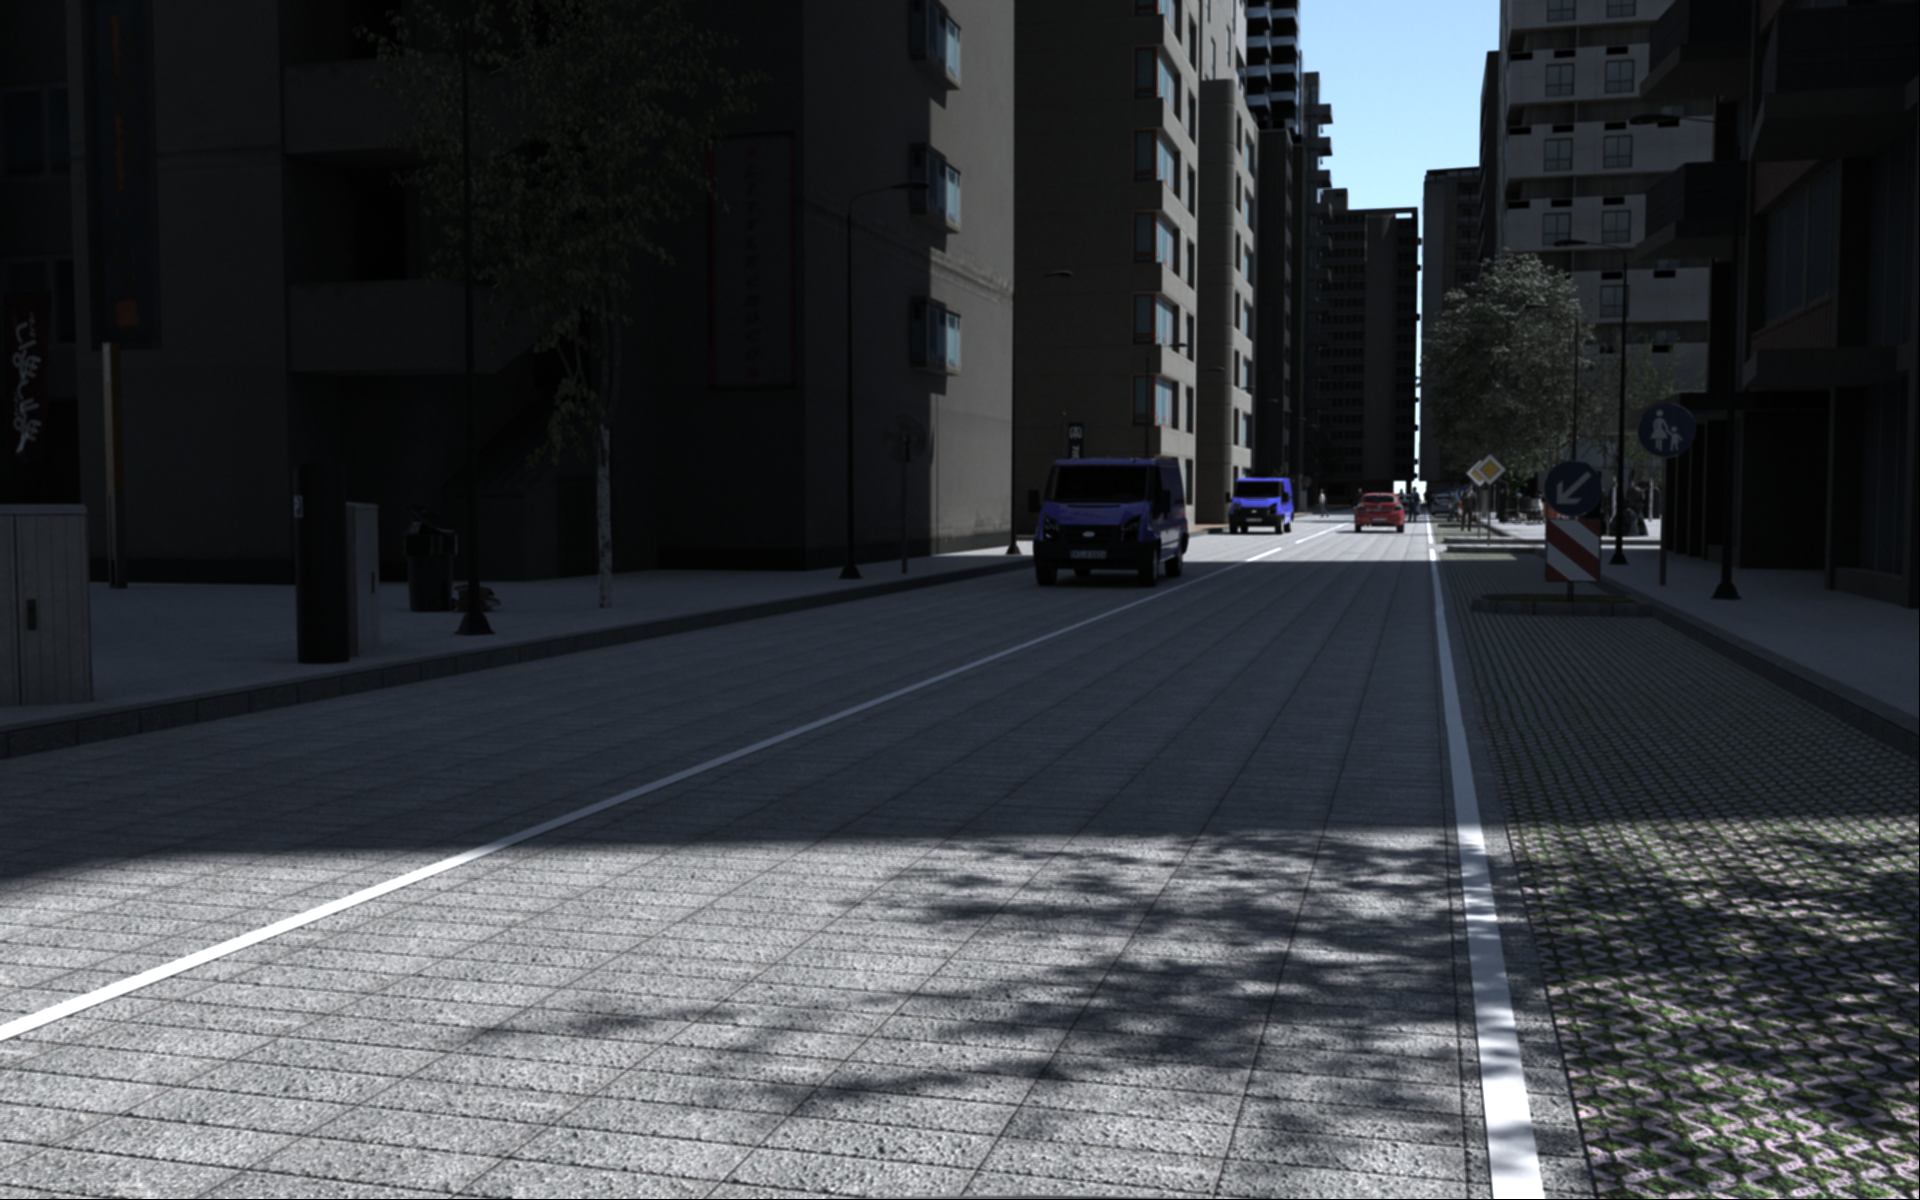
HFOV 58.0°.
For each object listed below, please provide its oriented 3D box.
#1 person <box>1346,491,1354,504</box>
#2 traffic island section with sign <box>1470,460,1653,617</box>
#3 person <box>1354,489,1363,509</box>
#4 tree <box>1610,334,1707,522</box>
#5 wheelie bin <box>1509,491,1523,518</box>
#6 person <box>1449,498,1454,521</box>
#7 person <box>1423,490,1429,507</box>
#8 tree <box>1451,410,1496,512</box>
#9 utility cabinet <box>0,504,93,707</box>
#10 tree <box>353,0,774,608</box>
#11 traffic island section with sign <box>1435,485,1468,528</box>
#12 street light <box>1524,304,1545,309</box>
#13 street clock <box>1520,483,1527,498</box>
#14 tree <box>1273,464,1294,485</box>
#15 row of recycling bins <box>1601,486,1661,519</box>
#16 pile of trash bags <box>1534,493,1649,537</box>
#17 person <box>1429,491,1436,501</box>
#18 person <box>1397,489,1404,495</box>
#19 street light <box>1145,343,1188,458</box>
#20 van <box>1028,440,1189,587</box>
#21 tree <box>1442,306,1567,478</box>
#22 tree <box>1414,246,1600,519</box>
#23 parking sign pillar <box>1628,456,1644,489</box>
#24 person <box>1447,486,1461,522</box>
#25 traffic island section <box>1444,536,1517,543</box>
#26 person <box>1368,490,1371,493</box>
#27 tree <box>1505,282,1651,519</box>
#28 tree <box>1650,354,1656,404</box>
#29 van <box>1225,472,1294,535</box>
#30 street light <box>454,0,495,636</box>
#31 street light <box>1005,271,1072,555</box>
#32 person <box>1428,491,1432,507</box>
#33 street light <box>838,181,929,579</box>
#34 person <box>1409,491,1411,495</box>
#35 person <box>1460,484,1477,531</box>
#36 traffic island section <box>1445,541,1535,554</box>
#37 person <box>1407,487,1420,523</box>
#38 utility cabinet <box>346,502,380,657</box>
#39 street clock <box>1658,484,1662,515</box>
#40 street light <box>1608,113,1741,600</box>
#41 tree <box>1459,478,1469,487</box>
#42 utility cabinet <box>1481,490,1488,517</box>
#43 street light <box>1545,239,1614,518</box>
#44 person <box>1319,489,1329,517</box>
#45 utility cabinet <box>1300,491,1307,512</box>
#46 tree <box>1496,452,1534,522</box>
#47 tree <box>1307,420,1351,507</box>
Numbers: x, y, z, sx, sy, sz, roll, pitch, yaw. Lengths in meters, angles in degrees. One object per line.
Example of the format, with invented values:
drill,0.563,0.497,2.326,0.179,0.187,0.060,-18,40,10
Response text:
person,46.113,-11.979,204.447,1.348,1.812,0.705,-2,4,-33
traffic island section with sign,7.297,-0.765,21.137,1.989,1.847,2.006,1,4,15
person,26.925,-6.514,115.216,0.699,1.804,1.509,-3,5,-44
tree,32.287,-7.935,80.092,4.737,8.622,4.395,0,3,0
wheelie bin,29.976,-5.257,93.864,0.980,1.594,0.693,2,4,27
person,26.506,-4.864,93.037,0.382,1.210,0.505,-2,4,-25
person,50.747,-11.012,188.417,0.709,1.838,0.599,-1,4,-19
tree,38.042,-10.613,123.881,4.737,8.622,4.395,0,3,0
utility cabinet,-5.844,0.041,10.489,1.020,1.237,0.306,-2,4,-30
tree,-4.239,-4.213,19.248,4.737,8.622,4.395,0,3,0
traffic island section with sign,21.582,-4.024,74.418,1.989,1.847,2.006,1,4,15
street light,14.436,-4.264,42.258,1.470,5.913,1.316,1,4,15
street clock,37.381,-6.753,114.979,0.471,2.002,0.358,3,5,44
tree,20.621,-7.154,111.562,1.663,3.219,1.824,0,3,0
row of recycling bins,34.727,-5.101,90.506,3.534,1.692,1.069,2,4,25
pile of trash bags,19.546,-2.680,53.576,1.912,1.369,3.447,-3,5,-40
person,45.430,-9.587,166.188,0.756,1.711,0.436,1,4,15
person,32.920,-7.386,129.218,1.348,1.831,0.705,1,4,19
street light,6.308,-4.951,53.491,1.470,5.913,1.316,1,4,15
van,2.554,-1.486,28.678,2.240,2.365,5.245,1,4,14
tree,33.012,-11.429,104.998,7.486,12.596,7.792,0,3,0
tree,28.583,-11.255,90.678,9.857,13.997,8.962,0,3,0
parking sign pillar,46.526,-7.997,119.217,1.447,3.967,1.447,-3,5,-41
person,25.136,-4.865,87.912,0.748,1.841,0.638,2,4,27
traffic island section,15.194,-1.736,50.658,2.009,0.180,2.903,1,4,15
person,38.167,-9.344,161.291,0.705,1.823,1.348,-3,5,-41
tree,21.333,-6.779,61.193,4.360,8.622,3.978,0,3,0
tree,28.427,-7.664,75.661,4.360,8.622,3.978,0,3,0
van,11.018,-3.601,63.259,2.240,2.365,5.245,1,4,16
street light,-3.928,-2.631,15.555,1.470,5.913,1.316,1,4,15
street light,1.656,-3.903,36.358,1.470,5.913,1.316,1,4,15
person,53.550,-11.528,196.913,1.348,1.831,0.705,-3,5,-40
street light,-1.143,-3.268,25.975,1.470,5.913,1.316,1,4,15
person,50.609,-11.377,195.228,0.721,1.735,1.217,2,4,34
person,19.495,-3.543,66.385,0.622,1.834,0.822,1,4,10
traffic island section,13.126,-1.264,42.945,2.009,0.180,2.903,1,4,15
person,22.809,-4.799,87.141,0.419,1.800,0.721,-3,4,-37
utility cabinet,-4.951,-0.179,14.090,0.306,1.237,1.020,-1,4,-9
street clock,43.422,-6.272,107.109,0.471,2.002,0.358,1,4,11
street light,8.854,-2.974,21.167,1.470,5.913,1.316,1,4,15
tree,54.872,-11.900,189.168,1.663,3.219,1.824,0,3,0
utility cabinet,28.964,-5.323,95.702,0.318,1.500,1.173,1,4,14
street light,11.511,-3.613,31.613,1.470,5.913,1.316,1,4,15
person,22.502,-5.981,106.968,0.598,1.740,0.731,2,4,27
utility cabinet,24.057,-6.894,121.398,0.318,1.500,1.173,1,4,20
tree,25.125,-5.175,79.211,1.663,3.219,1.824,0,3,0
tree,36.874,-13.638,173.341,4.360,8.622,3.978,0,3,0
